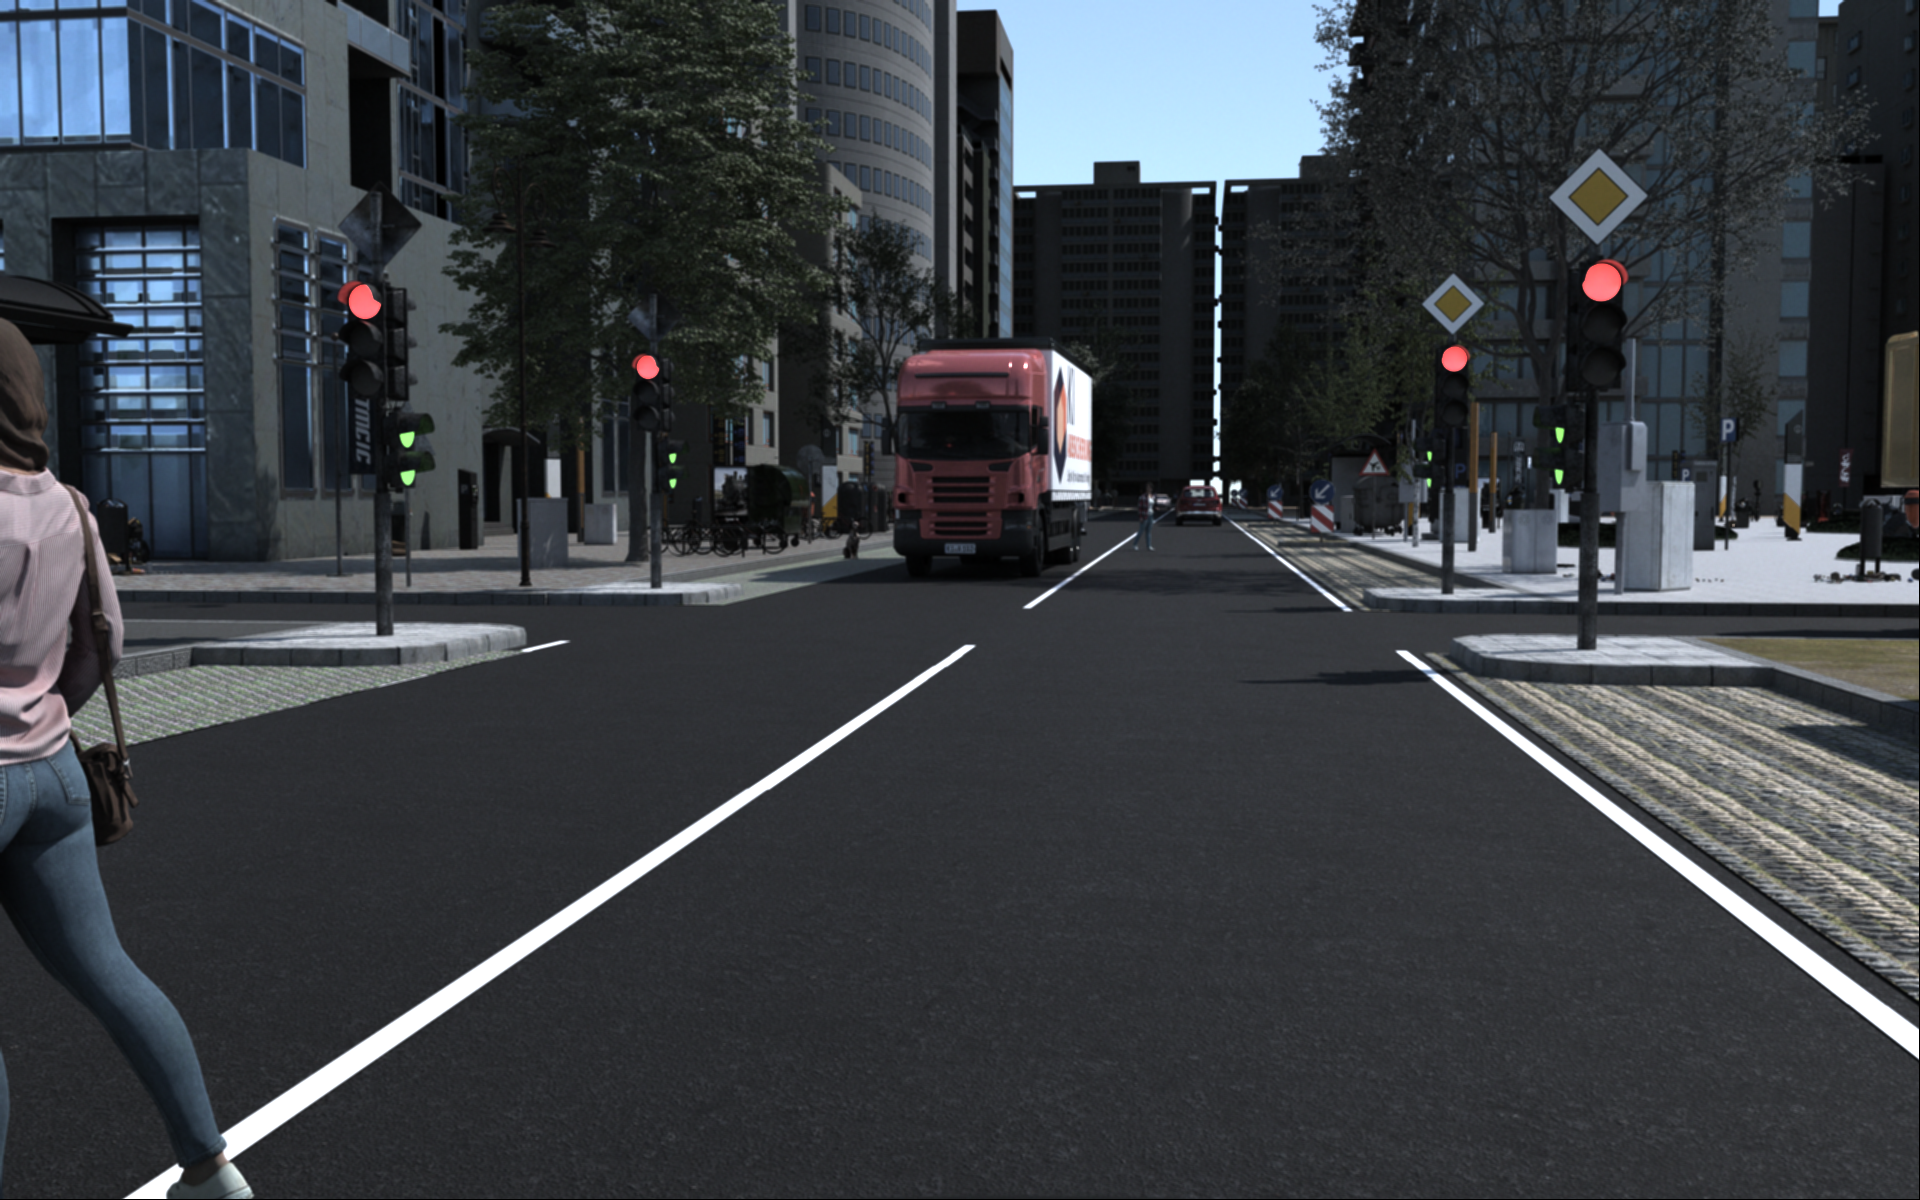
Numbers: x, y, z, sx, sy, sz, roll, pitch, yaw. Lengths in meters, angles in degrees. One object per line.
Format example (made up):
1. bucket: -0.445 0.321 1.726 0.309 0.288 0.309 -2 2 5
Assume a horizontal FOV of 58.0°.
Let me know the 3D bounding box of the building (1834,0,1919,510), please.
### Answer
1. building: 87.597 -31.842 144.323 21.600 48.544 21.300 0 4 8

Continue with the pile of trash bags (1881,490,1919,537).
1. pile of trash bags: 22.870 -1.943 41.528 1.912 1.369 3.447 2 4 27

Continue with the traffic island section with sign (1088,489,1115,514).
1. traffic island section with sign: 9.922 -7.105 124.795 1.989 1.847 2.006 0 4 8

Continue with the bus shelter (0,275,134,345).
1. bus shelter: -9.142 -1.214 13.765 2.014 3.302 5.546 0 4 8

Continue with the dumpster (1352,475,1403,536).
1. dumpster: 12.826 -2.921 53.516 1.264 1.857 1.865 0 4 8

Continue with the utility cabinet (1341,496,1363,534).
1. utility cabinet: 12.744 -2.765 56.367 0.306 1.237 1.020 -1 4 -15

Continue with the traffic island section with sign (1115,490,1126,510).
1. traffic island section with sign: 13.571 -8.749 151.678 1.989 1.847 2.006 0 4 8

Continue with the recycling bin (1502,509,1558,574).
1. recycling bin: 9.260 -0.954 28.151 0.722 1.027 0.722 0 4 4

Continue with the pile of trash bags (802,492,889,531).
1. pile of trash bags: -4.109 -3.097 60.384 3.447 1.369 1.912 1 4 23

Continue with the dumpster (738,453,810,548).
1. dumpster: -4.529 -2.377 41.361 1.502 2.255 1.985 0 4 8

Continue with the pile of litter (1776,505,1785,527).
1. pile of litter: 32.837 -3.323 68.304 1.719 0.858 1.176 -3 4 -38

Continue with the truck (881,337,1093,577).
1. truck: 0.824 -2.723 33.437 2.839 4.237 11.283 1 4 9

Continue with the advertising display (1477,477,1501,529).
1. advertising display: 19.728 -3.641 64.743 0.974 1.923 0.123 3 4 38

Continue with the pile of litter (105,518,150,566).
1. pile of litter: -15.436 -1.082 31.658 1.176 0.858 1.719 0 4 0

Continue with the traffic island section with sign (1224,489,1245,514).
1. traffic island section with sign: 20.096 -7.043 123.788 1.989 1.847 2.006 0 4 8

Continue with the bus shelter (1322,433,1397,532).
1. bus shelter: 13.864 -4.063 60.359 2.014 3.302 5.546 0 4 8

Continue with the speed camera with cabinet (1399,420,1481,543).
1. speed camera with cabinet: 12.742 -3.159 45.993 2.038 3.252 0.660 2 4 24

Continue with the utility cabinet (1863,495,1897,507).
1. utility cabinet: 34.966 -3.350 65.936 1.020 1.237 0.306 3 4 37

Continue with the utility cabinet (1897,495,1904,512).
1. utility cabinet: 42.342 -4.116 78.457 1.020 1.237 0.306 -2 4 -29

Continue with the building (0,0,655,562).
1. building: -22.204 -44.902 46.817 22.319 86.520 31.000 0 4 8

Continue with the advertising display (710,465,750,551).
1. advertising display: -5.170 -2.064 38.961 0.974 1.923 0.123 -3 5 -41

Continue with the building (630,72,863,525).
1. building: -21.252 -14.793 86.898 27.650 21.520 28.899 0 4 8

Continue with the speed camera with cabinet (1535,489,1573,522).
1. speed camera with cabinet: 20.417 -3.916 58.359 0.660 3.252 2.038 -3 4 -39

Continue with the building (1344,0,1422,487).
1. building: 44.168 -30.042 145.810 22.147 44.769 28.867 0 4 8

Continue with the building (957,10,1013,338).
1. building: -2.889 -31.180 159.903 14.200 45.320 14.600 0 4 8

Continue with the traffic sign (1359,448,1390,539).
1. traffic sign: 11.787 -3.015 49.304 0.884 2.594 0.081 1 4 10

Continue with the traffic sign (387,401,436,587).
1. traffic sign: -7.623 -1.460 23.876 0.884 2.594 0.081 1 4 17

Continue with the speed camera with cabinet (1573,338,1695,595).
1. speed camera with cabinet: 8.915 -1.736 22.719 2.038 3.252 0.660 -3 5 -42

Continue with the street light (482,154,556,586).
1. street light: -6.070 -3.134 24.021 0.468 5.910 1.993 0 4 8

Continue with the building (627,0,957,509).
1. building: -12.522 -35.041 114.915 21.231 58.520 28.212 0 4 8

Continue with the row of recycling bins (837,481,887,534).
1. row of recycling bins: -3.260 -3.054 57.050 1.069 1.692 3.534 1 4 14

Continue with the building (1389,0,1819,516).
1. building: 42.015 -30.325 115.419 23.786 49.044 30.456 0 4 8

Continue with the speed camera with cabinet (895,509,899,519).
1. speed camera with cabinet: -2.065 -4.222 63.360 0.660 3.252 2.038 0 4 -1

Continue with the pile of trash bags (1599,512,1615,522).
1. pile of trash bags: 26.777 -4.022 75.505 3.447 1.369 1.912 -2 4 -24

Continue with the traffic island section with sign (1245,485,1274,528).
1. traffic island section with sign: 13.368 -4.015 74.273 1.989 1.847 2.006 0 4 8

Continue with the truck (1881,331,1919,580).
1. truck: 14.461 -1.262 16.551 9.791 3.379 3.469 1 4 10

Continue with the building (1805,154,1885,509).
1. building: 70.208 -23.194 150.929 14.107 30.474 14.160 0 4 8

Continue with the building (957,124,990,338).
1. building: -5.408 -22.289 136.121 14.160 30.474 14.107 0 4 8

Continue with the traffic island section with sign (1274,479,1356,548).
1. traffic island section with sign: 9.643 -2.341 46.911 1.989 1.847 2.006 0 4 8

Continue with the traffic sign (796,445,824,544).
1. traffic sign: -3.878 -2.722 44.613 0.768 2.556 0.104 1 4 17

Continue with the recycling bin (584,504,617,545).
1. recycling bin: -9.111 -1.916 43.878 0.722 1.027 0.722 0 4 -2

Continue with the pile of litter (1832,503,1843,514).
1. pile of litter: 41.094 -4.072 80.539 1.719 0.858 1.176 -3 4 -37
